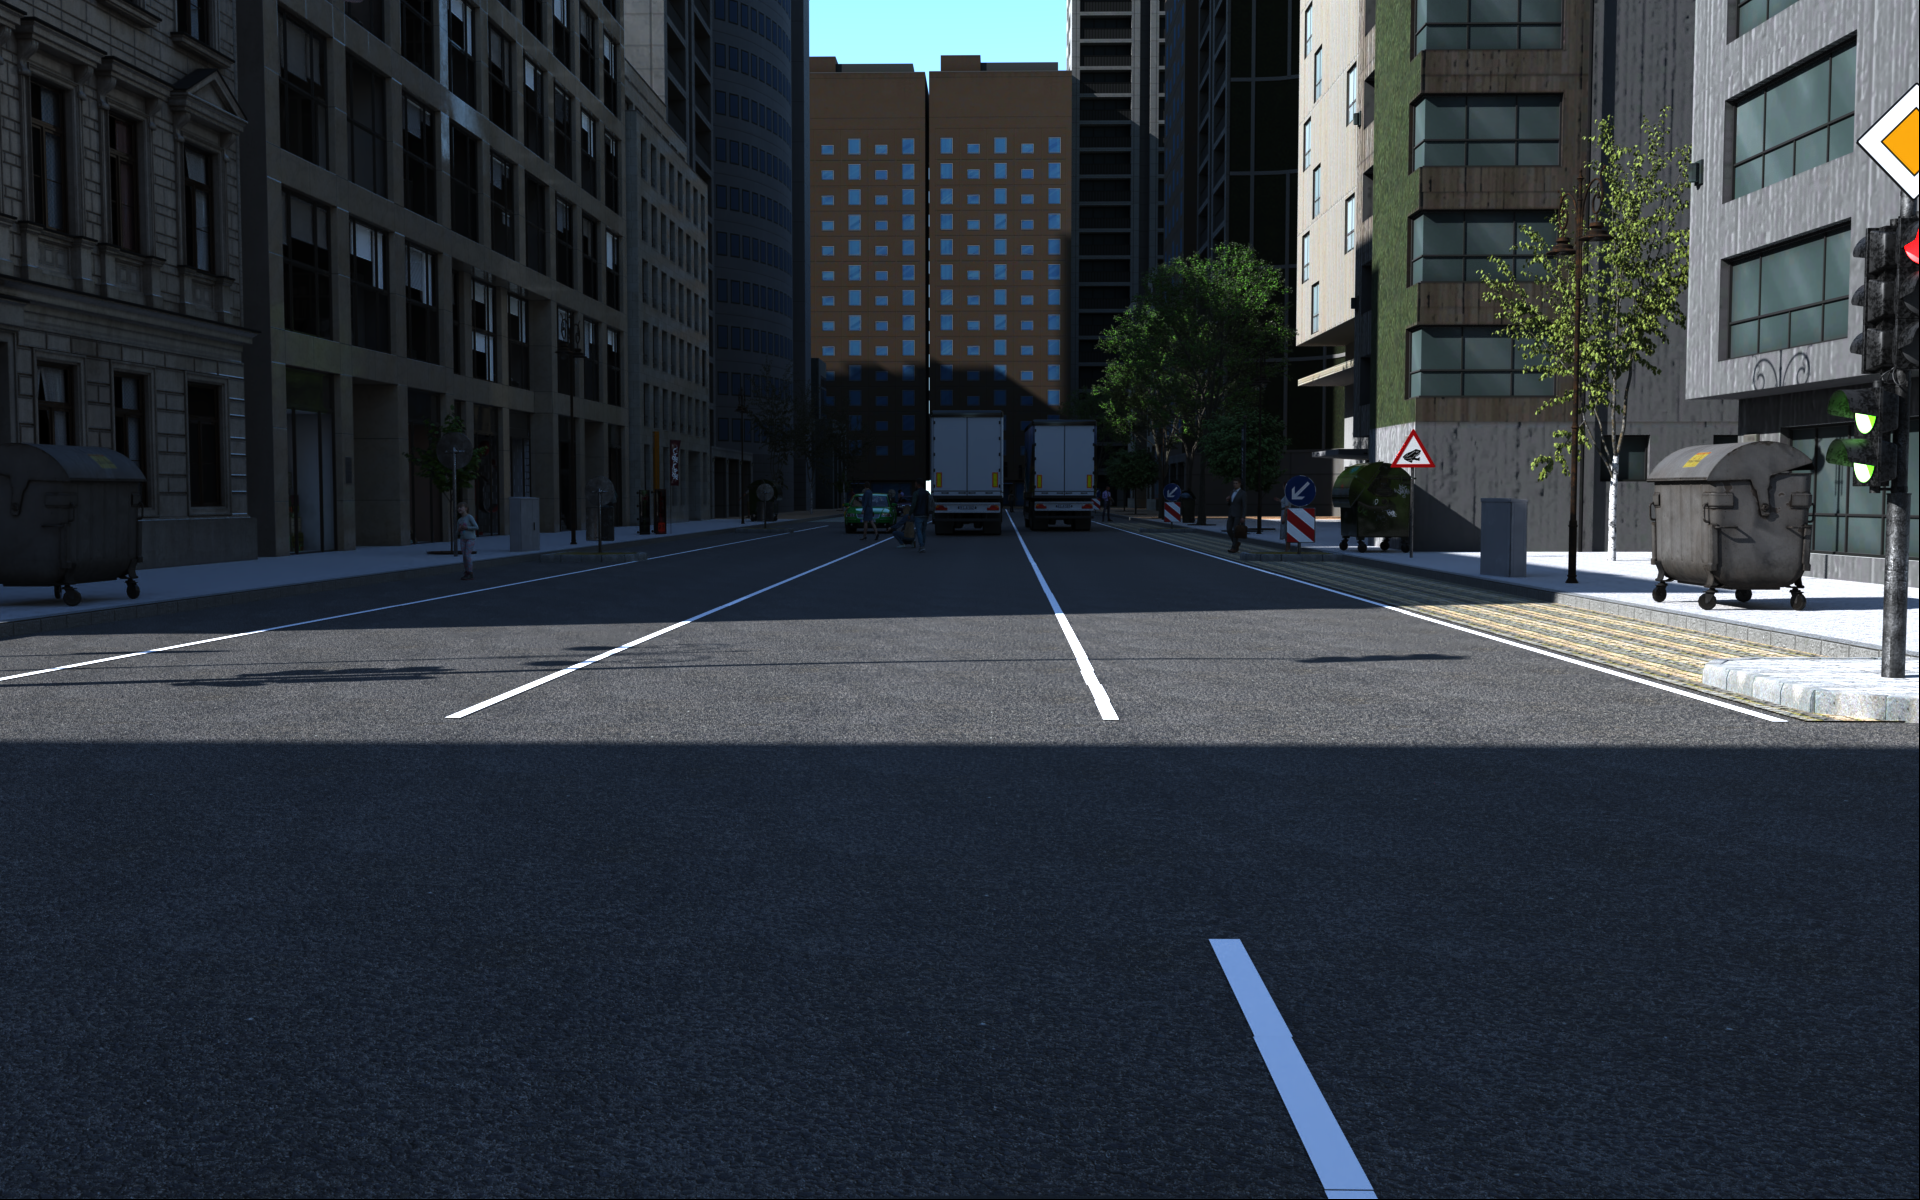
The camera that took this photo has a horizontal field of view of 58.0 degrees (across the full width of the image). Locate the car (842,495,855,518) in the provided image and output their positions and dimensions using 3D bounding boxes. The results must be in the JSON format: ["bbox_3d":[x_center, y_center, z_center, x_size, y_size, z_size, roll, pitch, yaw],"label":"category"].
[{"bbox_3d":[-4.042,-3.962,74.995,2.015,1.641,3.980,0,4,1],"label":"car"}]

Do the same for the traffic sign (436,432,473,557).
[{"bbox_3d":[-10.357,-2.164,35.496,0.768,2.556,0.104,0,4,2],"label":"traffic sign"}]

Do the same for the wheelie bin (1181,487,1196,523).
[{"bbox_3d":[10.166,-4.234,77.133,0.693,1.594,0.980,0,4,6],"label":"wheelie bin"}]

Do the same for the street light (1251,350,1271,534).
[{"bbox_3d":[9.620,-5.063,55.561,0.468,5.910,1.993,0,4,1],"label":"street light"}]

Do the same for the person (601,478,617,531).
[{"bbox_3d":[-11.746,-3.141,57.389,0.794,1.824,0.713,0,4,1],"label":"person"}]

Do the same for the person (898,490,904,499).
[{"bbox_3d":[-5.514,-9.273,159.984,0.599,1.838,0.709,2,4,31],"label":"person"}]

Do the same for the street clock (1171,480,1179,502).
[{"bbox_3d":[10.731,-5.015,86.563,0.358,2.002,0.471,-2,4,-25],"label":"street clock"}]

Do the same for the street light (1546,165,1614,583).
[{"bbox_3d":[8.824,-3.181,24.799,0.468,5.910,1.993,0,4,1],"label":"street light"}]

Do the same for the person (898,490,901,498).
[{"bbox_3d":[-4.160,-6.904,122.091,0.721,1.736,1.217,0,4,2],"label":"person"}]

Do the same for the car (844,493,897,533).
[{"bbox_3d":[-3.298,-3.407,64.504,1.959,1.807,4.718,0,4,0],"label":"car"}]

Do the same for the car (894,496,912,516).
[{"bbox_3d":[-3.291,-6.073,111.876,1.945,1.354,3.894,0,3,0],"label":"car"}]

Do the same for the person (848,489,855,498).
[{"bbox_3d":[-8.792,-8.294,142.371,1.217,1.743,0.721,3,5,40],"label":"person"}]

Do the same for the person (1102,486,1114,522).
[{"bbox_3d":[7.725,-5.000,90.125,0.709,1.838,0.599,-3,4,-37],"label":"person"}]

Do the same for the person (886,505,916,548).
[{"bbox_3d":[-1.564,-1.964,46.105,0.738,1.151,1.012,2,4,34],"label":"person"}]

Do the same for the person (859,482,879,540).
[{"bbox_3d":[-2.826,-2.766,53.745,0.654,1.822,0.581,3,4,37],"label":"person"}]

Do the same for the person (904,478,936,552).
[{"bbox_3d":[-1.011,-2.084,42.556,0.794,1.824,0.713,-1,4,-21],"label":"person"}]

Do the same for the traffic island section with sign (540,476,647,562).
[{"bbox_3d":[-7.810,-1.750,37.237,1.989,1.847,2.006,0,4,1],"label":"traffic island section with sign"}]

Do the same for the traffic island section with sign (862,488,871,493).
[{"bbox_3d":[-6.119,-6.463,114.298,1.989,1.847,2.006,0,4,1],"label":"traffic island section with sign"}]

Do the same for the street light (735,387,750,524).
[{"bbox_3d":[-9.387,-6.233,74.700,0.468,5.910,1.993,0,4,1],"label":"street light"}]

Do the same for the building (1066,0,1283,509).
[{"bbox_3d":[21.790,-45.580,183.490,20.611,71.187,20.563,0,4,1],"label":"building"}]

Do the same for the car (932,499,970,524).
[{"bbox_3d":[-0.416,-4.448,84.519,2.131,1.459,4.920,0,4,1],"label":"car"}]

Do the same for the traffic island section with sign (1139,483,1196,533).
[{"bbox_3d":[7.717,-3.418,64.505,1.989,1.847,2.006,0,4,1],"label":"traffic island section with sign"}]

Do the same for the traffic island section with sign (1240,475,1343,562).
[{"bbox_3d":[7.117,-1.763,37.456,1.989,1.847,2.006,0,4,1],"label":"traffic island section with sign"}]

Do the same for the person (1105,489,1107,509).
[{"bbox_3d":[12.603,-8.649,148.175,0.721,1.735,1.217,1,4,9],"label":"person"}]

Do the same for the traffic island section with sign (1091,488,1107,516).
[{"bbox_3d":[8.822,-6.482,114.606,1.989,1.847,2.006,0,4,1],"label":"traffic island section with sign"}]

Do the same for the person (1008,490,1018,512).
[{"bbox_3d":[4.122,-7.715,135.365,0.721,1.735,1.217,3,4,38],"label":"person"}]

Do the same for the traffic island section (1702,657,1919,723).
[{"bbox_3d":[6.558,0.621,12.133,2.009,0.180,2.903,0,4,1],"label":"traffic island section"}]

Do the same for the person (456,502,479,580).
[{"bbox_3d":[-8.254,-0.989,28.955,0.425,1.301,0.394,1,4,10],"label":"person"}]

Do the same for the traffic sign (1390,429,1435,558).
[{"bbox_3d":[9.089,-2.129,34.817,0.884,2.594,0.081,0,4,5],"label":"traffic sign"}]

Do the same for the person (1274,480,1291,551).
[{"bbox_3d":[7.600,-1.935,40.702,0.524,1.755,0.480,1,4,19],"label":"person"}]

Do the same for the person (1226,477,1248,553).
[{"bbox_3d":[6.717,-2.053,42.030,0.622,1.834,0.822,3,4,38],"label":"person"}]

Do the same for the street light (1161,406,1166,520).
[{"bbox_3d":[10.163,-6.950,86.426,0.468,5.910,1.993,0,4,1],"label":"street light"}]

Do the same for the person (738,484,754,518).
[{"bbox_3d":[-11.234,-5.299,92.679,1.348,1.824,0.705,-3,5,-39],"label":"person"}]

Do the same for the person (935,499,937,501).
[{"bbox_3d":[-2.245,-9.298,161.240,0.721,1.735,1.217,-3,5,-41],"label":"person"}]

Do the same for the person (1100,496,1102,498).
[{"bbox_3d":[12.749,-9.596,162.933,1.348,1.824,0.705,-2,4,-32],"label":"person"}]

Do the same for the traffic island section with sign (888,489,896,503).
[{"bbox_3d":[-5.517,-8.113,141.271,1.989,1.847,2.006,0,4,1],"label":"traffic island section with sign"}]

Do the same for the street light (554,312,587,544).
[{"bbox_3d":[-9.873,-4.360,44.081,0.468,5.910,1.993,0,4,1],"label":"street light"}]

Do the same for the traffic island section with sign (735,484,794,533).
[{"bbox_3d":[-7.216,-3.398,64.186,1.989,1.847,2.006,0,4,1],"label":"traffic island section with sign"}]
